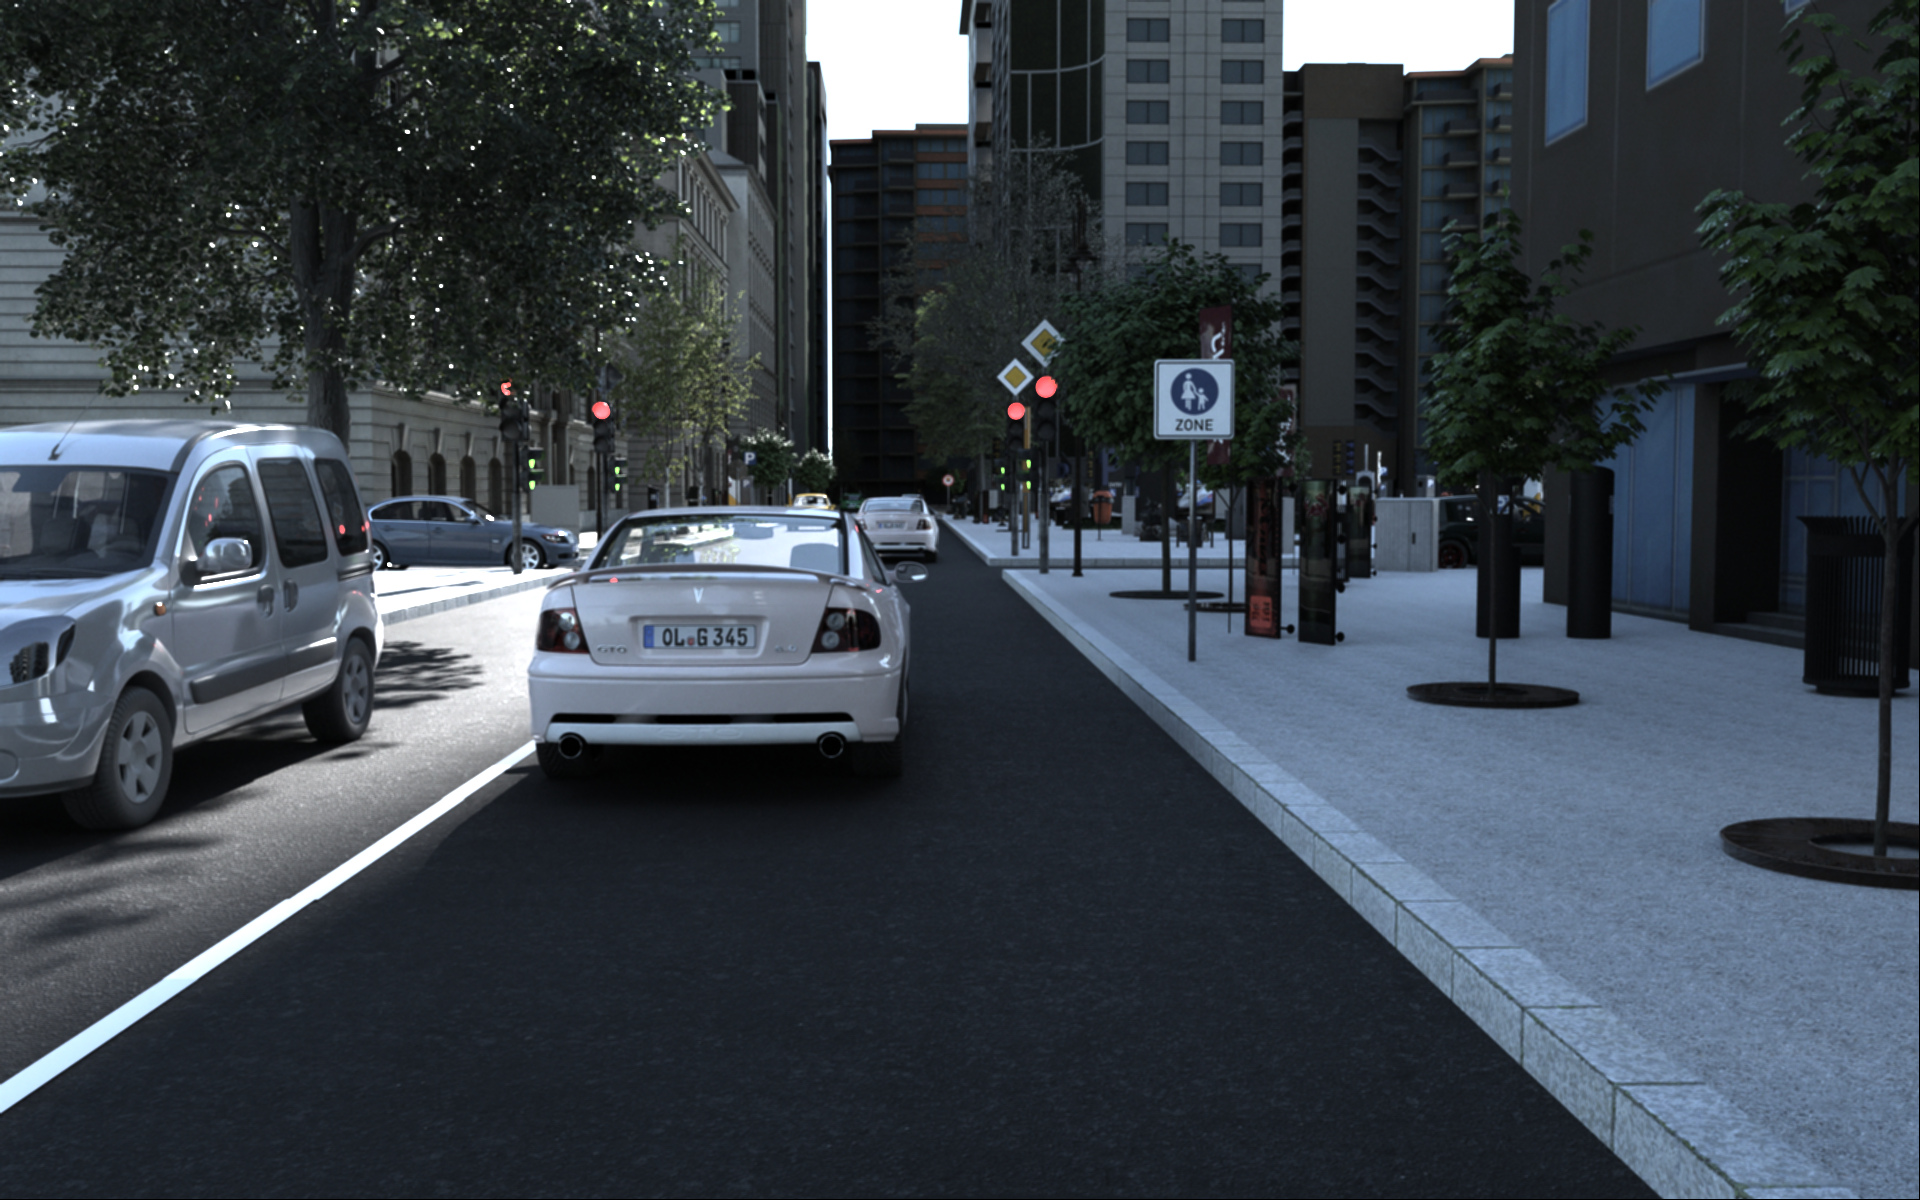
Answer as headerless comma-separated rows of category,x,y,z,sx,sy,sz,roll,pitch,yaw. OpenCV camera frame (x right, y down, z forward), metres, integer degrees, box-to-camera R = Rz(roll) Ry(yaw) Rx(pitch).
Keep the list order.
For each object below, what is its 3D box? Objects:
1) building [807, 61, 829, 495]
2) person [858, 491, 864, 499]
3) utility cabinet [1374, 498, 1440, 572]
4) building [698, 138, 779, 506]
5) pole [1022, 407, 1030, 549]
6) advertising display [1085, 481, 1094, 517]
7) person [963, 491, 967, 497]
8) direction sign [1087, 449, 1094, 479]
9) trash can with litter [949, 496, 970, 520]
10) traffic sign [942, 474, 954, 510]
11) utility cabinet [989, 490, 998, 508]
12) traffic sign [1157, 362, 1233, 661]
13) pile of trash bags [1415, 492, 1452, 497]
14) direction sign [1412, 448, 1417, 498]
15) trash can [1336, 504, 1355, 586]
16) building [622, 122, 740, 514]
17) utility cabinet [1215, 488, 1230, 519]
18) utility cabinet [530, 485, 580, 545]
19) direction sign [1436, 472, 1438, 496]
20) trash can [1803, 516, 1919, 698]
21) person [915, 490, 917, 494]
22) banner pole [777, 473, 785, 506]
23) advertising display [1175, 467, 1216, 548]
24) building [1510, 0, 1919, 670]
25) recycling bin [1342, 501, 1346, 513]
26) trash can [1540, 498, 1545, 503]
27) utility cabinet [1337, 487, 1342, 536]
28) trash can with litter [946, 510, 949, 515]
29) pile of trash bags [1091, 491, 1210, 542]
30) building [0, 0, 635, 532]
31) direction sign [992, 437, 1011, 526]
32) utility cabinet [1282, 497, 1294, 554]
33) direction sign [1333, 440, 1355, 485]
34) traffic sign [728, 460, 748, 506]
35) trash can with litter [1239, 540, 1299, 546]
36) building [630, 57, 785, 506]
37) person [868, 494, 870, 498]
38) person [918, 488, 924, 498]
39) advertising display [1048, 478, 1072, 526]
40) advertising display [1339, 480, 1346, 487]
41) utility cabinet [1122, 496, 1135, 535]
building,-20.891,-32.207,176.689,14.200,45.320,14.600,0,4,-2
person,-8.756,-8.617,150.120,1.217,1.736,0.721,3,5,40
utility cabinet,7.419,-1.079,28.801,1.020,1.237,0.306,3,4,39
building,-15.992,-15.349,100.111,9.793,20.994,18.267,0,4,-2
pole,1.551,-2.858,40.577,0.158,3.312,0.155,0,3,0
advertising display,6.873,-5.109,88.745,0.974,1.923,0.123,1,4,12
person,0.635,-11.154,190.865,0.705,1.824,1.348,3,5,44
direction sign,6.827,-5.860,87.807,0.876,3.537,0.379,-1,4,-20
trash can with litter,0.043,-4.661,87.592,0.624,1.170,1.055,1,4,22
traffic sign,-0.752,-6.803,111.327,0.768,2.556,0.104,0,4,4
utility cabinet,1.655,-5.820,103.834,1.173,1.500,0.318,0,4,-7
traffic sign,1.781,-0.679,13.238,0.606,2.300,0.079,0,4,2
pile of trash bags,20.052,-3.966,74.590,3.447,1.369,1.912,-3,4,-38
direction sign,22.594,-5.757,86.118,0.379,3.537,0.876,0,4,2
trash can,5.113,-0.761,24.094,0.748,1.137,0.748,0,3,0
building,-16.541,-13.259,81.406,10.561,19.102,19.286,0,4,-2
utility cabinet,10.280,-3.653,68.409,1.173,1.500,0.318,3,4,36
utility cabinet,-10.116,-2.113,43.224,1.173,1.500,0.318,-1,4,-22
direction sign,28.163,-6.741,102.214,0.379,3.537,0.876,0,4,7
trash can,5.754,0.034,11.097,0.748,1.137,0.748,0,3,0
person,-4.491,-10.415,178.802,0.705,1.822,1.348,-1,4,-19
banner pole,-9.705,-6.339,93.657,0.401,3.779,0.863,2,4,33
advertising display,5.645,-2.223,41.565,0.974,1.923,0.123,2,4,24
building,13.648,-22.174,12.660,14.600,45.320,14.200,0,4,-2
recycling bin,14.798,-3.272,66.044,0.722,1.027,0.722,0,4,-3
trash can,34.565,-5.618,103.512,0.748,1.137,0.748,0,3,0
utility cabinet,10.995,-2.620,51.513,0.318,1.500,1.173,-1,4,-10
trash can with litter,-0.506,-5.871,107.370,0.624,1.170,1.055,-3,5,-40
pile of trash bags,5.236,-2.310,47.518,3.447,1.369,1.912,2,4,24
building,-18.339,-14.352,53.733,14.460,24.649,34.723,0,4,-2
direction sign,1.697,-4.732,69.370,0.876,3.537,0.379,2,4,26
utility cabinet,6.907,-1.616,37.583,0.306,1.237,1.020,-1,4,-16
direction sign,16.113,-4.943,72.817,0.876,3.537,0.379,1,4,17
traffic sign,-8.215,-3.900,63.867,0.768,2.556,0.104,0,4,1
trash can with litter,8.172,-1.999,43.741,1.678,1.210,2.233,-1,4,-15
building,-19.598,-21.197,118.278,14.160,30.474,14.107,0,4,-2
person,-9.353,-10.112,177.087,0.557,1.426,1.065,2,4,23
person,-2.632,-6.377,112.784,0.705,1.822,1.348,2,4,31
advertising display,4.002,-3.918,69.280,0.974,1.923,0.123,-1,4,-11
advertising display,17.377,-4.498,78.758,0.123,1.923,0.974,1,4,23
utility cabinet,5.651,-2.676,54.911,1.020,1.237,0.306,1,4,23
